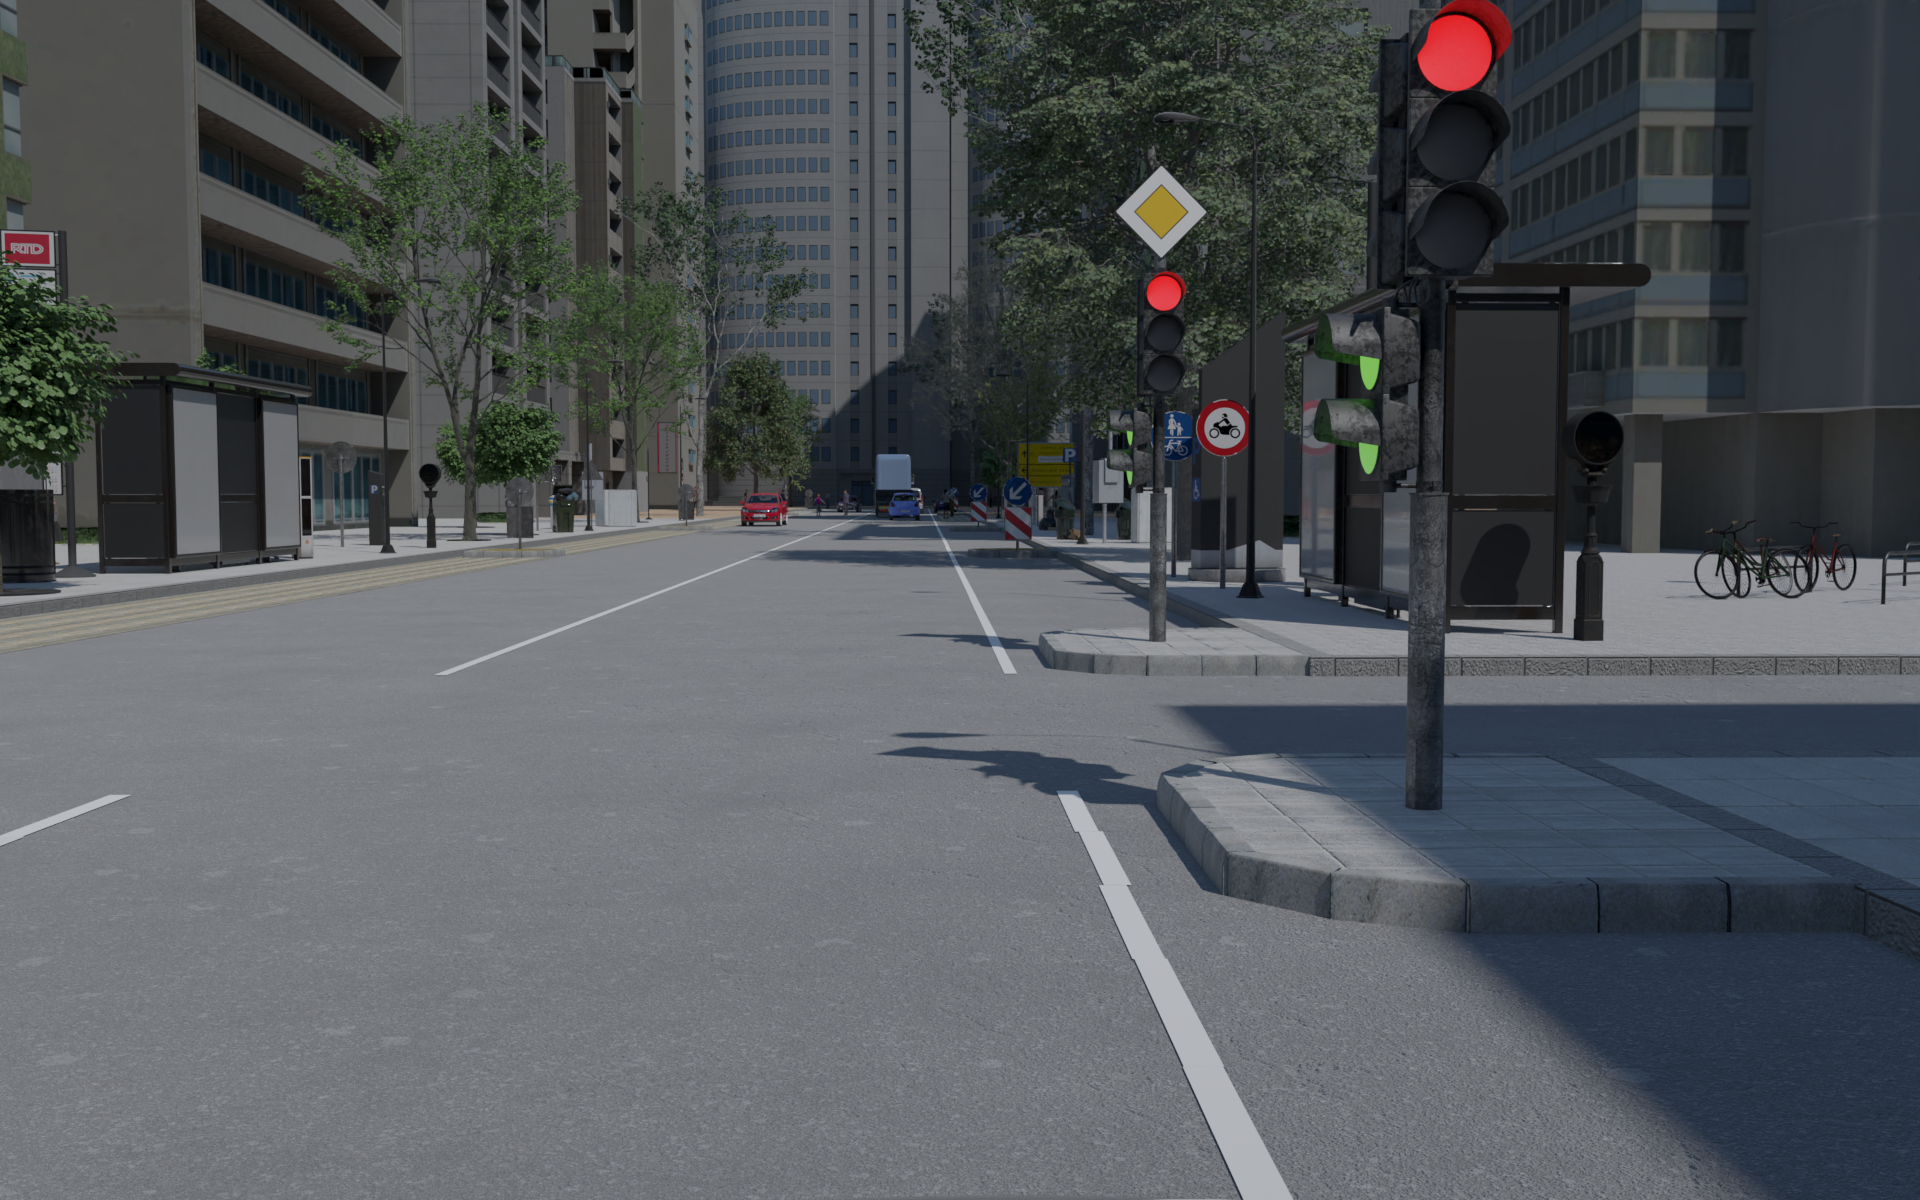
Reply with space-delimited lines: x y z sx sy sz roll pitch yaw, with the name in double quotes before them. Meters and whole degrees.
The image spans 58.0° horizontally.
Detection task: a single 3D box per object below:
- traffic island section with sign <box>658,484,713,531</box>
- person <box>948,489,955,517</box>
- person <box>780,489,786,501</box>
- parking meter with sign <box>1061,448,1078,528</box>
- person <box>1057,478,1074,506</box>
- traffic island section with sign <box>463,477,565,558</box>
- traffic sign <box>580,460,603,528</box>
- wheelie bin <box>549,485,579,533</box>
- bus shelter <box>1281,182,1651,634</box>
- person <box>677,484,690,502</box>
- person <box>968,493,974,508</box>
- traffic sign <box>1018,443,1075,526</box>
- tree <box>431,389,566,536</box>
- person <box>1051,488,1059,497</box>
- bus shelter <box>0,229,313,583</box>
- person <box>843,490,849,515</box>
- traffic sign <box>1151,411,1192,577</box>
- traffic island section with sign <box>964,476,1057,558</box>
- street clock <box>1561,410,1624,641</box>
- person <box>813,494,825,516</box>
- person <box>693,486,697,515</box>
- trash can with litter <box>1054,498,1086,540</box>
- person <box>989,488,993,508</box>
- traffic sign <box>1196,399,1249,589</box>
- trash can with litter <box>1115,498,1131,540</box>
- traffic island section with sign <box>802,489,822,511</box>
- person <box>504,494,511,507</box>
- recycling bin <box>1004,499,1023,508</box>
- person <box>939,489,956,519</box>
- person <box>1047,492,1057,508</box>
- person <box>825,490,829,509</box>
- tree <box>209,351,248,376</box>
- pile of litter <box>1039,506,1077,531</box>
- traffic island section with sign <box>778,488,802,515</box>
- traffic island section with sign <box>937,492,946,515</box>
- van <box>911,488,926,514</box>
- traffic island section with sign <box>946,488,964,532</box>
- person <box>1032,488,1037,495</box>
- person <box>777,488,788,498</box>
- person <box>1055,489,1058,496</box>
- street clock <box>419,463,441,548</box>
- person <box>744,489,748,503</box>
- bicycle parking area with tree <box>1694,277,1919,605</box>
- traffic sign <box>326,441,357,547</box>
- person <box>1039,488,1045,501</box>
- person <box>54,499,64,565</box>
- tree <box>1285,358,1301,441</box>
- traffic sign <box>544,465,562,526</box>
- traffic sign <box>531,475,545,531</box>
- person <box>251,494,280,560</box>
"traffic island section with sign" -10.781 -3.646 68.244 1.989 1.847 2.006 0 4 -1
"person" -0.603 -6.077 108.590 0.721 1.736 1.217 1 4 16
"person" -10.463 -5.681 102.304 0.530 1.710 0.541 2 4 35
"parking meter with sign" 4.008 -4.192 64.794 0.543 3.016 1.738 1 4 11
"person" 3.401 -3.114 57.147 0.709 1.800 0.728 1 4 22
"traffic island section with sign" -10.127 -1.894 39.594 1.989 1.847 2.006 0 4 -1
"traffic sign" -14.017 -4.027 65.838 0.884 2.594 0.081 0 4 -1
"wheelie bin" -13.165 -3.043 57.656 0.980 1.594 0.693 -2 4 -29
"bus shelter" 5.122 -2.594 20.041 2.179 5.291 8.768 0 4 -1
"person" -14.028 -5.014 88.119 0.694 1.812 0.767 -1 4 -12
"person" 1.049 -9.558 163.782 0.593 1.643 0.415 0 4 -8
"traffic sign" 3.410 -4.563 68.479 2.265 3.308 0.079 0 4 4
"tree" -13.902 -4.287 53.799 4.285 4.588 4.351 0 3 0
"person" 6.978 -7.079 121.420 1.348 1.869 0.705 0 4 2
"bus shelter" -13.495 -3.145 29.053 2.179 5.291 8.768 0 4 -1
"person" -7.729 -6.609 117.480 0.541 1.710 0.530 -2 4 -31
"traffic sign" 3.303 -1.626 26.694 0.768 2.556 0.104 0 4 2
"traffic island section with sign" 1.182 -1.909 39.838 1.989 1.847 2.006 0 4 -1
"street clock" 5.515 -0.647 15.141 0.471 2.002 0.358 -1 4 -8
"person" -9.226 -6.216 113.356 0.991 1.433 0.599 -3 5 -45
"person" -16.136 -6.099 106.298 0.617 1.759 0.750 -2 4 -33
"trash can with litter" 3.125 -2.272 48.532 0.624 1.170 1.055 -3 5 -40
"person" 2.895 -9.443 160.571 0.705 1.807 1.348 0 4 -4
"traffic sign" 3.561 -1.425 23.399 0.768 2.556 0.104 0 3 0
"trash can with litter" 4.807 -2.253 48.219 0.624 1.170 1.055 -3 4 -39
"traffic island section with sign" -12.470 -8.254 143.581 1.989 1.847 2.006 0 4 -1
"person" -21.971 -4.754 84.040 0.520 1.790 0.573 2 4 26
"recycling bin" 2.675 -4.494 86.035 0.722 1.027 0.722 2 4 29
"person" -0.754 -5.607 100.966 1.217 1.735 0.721 3 4 38
"person" 5.852 -5.971 106.936 1.065 1.426 0.557 1 4 17
"person" -12.567 -9.498 163.868 0.705 1.814 1.350 -1 4 -16
"tree" -16.864 -3.366 38.742 4.285 4.588 4.351 0 3 0
"pile of litter" 3.494 -2.908 61.507 1.719 0.858 1.176 -2 4 -34
"traffic island section with sign" -11.870 -6.606 116.632 1.989 1.847 2.006 0 4 -1
"traffic island section with sign" -0.560 -6.638 117.155 1.989 1.847 2.006 0 4 -1
"van" -3.453 -7.232 125.253 2.013 2.044 4.112 0 4 -1
"traffic island section with sign" 0.585 -3.557 66.786 1.989 1.847 2.006 0 4 -1
"person" 5.364 -7.040 121.835 1.217 1.739 0.721 0 4 5
"person" -15.720 -8.898 151.538 1.348 1.823 0.705 -1 4 -13
"person" 8.977 -9.569 163.024 0.721 1.766 1.217 -2 4 -33
"street clock" -12.557 -2.234 41.099 0.471 2.002 0.358 0 4 -1
"person" -20.577 -9.713 165.676 0.721 1.723 1.217 -1 4 -11
"bicycle parking area with tree" 14.047 -2.041 20.380 9.016 4.147 8.231 -2 4 -23
"traffic sign" -14.924 -2.549 41.777 0.768 2.556 0.104 0 4 4
"person" 4.378 -5.443 95.744 0.721 1.736 1.217 2 4 35
"person" -16.444 -1.264 31.386 0.373 1.253 0.362 1 4 13
"tree" 15.401 -7.575 74.209 4.737 8.622 4.395 0 3 0
"traffic sign" -14.251 -3.580 60.668 0.606 2.300 0.079 0 4 -1
"traffic sign" -14.723 -3.681 60.287 0.768 2.556 0.104 0 4 -1
"person" -13.618 -1.670 33.901 0.519 1.759 0.362 -1 4 -23
